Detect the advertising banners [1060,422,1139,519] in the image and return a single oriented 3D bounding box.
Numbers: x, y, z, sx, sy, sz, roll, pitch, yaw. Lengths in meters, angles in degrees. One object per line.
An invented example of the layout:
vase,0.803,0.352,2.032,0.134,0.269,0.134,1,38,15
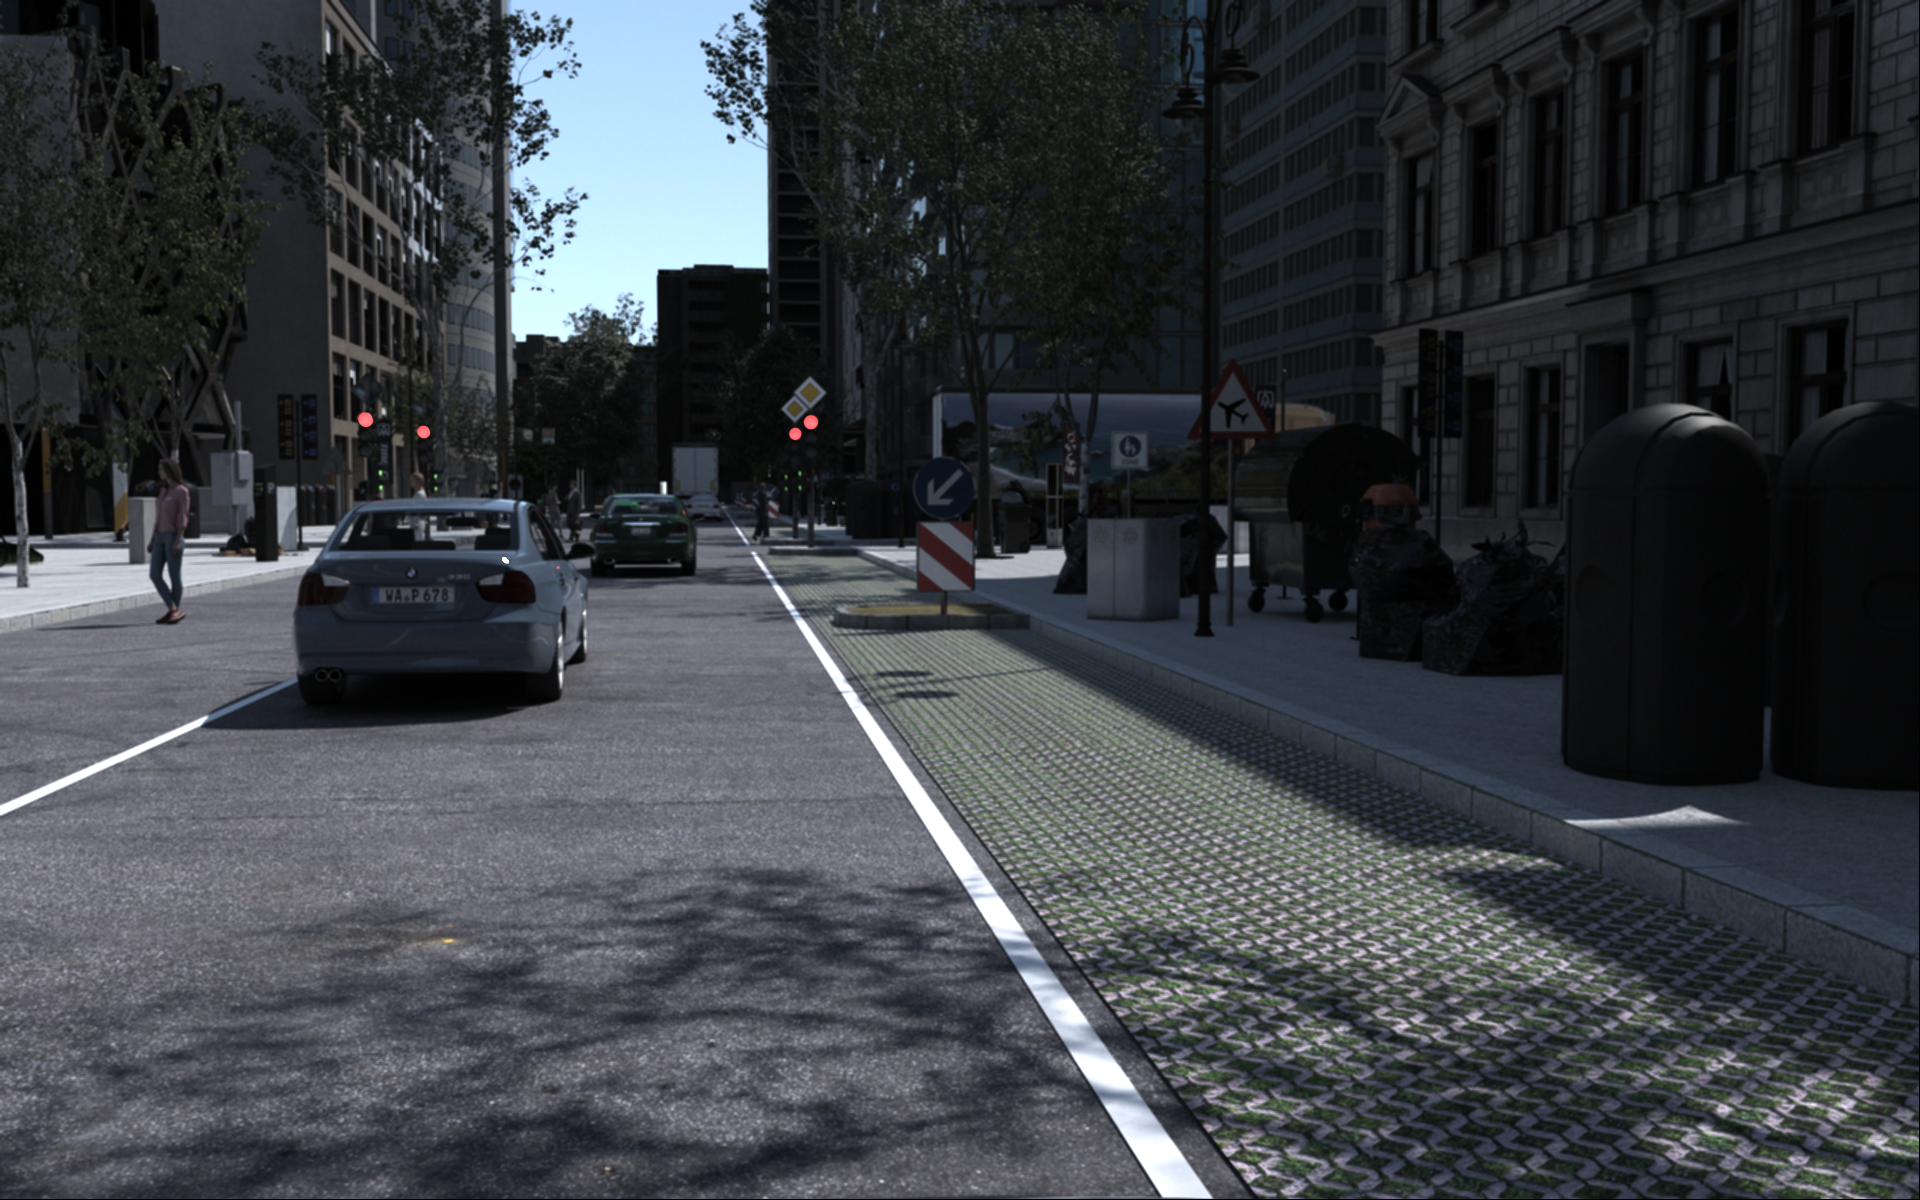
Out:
advertising banners,3.356,-2.800,41.966,2.074,3.025,0.090,2,4,29

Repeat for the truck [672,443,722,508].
truck,-15.325,-6.855,100.987,2.839,4.237,11.283,0,4,-7

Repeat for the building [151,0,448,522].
building,-39.768,-17.560,91.625,19.350,26.468,34.151,0,4,-8

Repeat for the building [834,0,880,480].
building,2.109,-36.151,180.305,28.713,52.752,27.495,0,4,-8

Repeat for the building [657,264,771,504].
building,-31.467,-27.485,221.081,14.107,30.474,14.160,0,4,-8

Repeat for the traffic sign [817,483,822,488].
traffic sign,-8.680,-6.405,105.901,0.795,2.450,0.064,0,4,-4

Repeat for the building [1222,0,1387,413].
building,24.944,-23.180,70.869,23.993,40.220,32.217,0,4,-8

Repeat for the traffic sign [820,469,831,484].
traffic sign,-6.744,-5.328,87.225,0.768,2.556,0.104,0,4,-6

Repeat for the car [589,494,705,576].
car,-5.763,-1.223,31.796,2.131,1.459,4.920,-1,4,-8

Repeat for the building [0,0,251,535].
building,-34.482,-11.825,60.793,16.820,18.784,16.811,0,4,-8

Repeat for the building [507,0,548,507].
building,-57.573,-52.665,173.742,31.000,86.520,22.319,0,4,-8

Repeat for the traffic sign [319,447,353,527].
traffic sign,-17.058,-2.896,47.348,0.884,2.594,0.081,0,4,-7

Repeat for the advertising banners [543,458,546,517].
advertising banners,-19.986,-5.333,83.385,0.090,3.025,2.074,-1,4,-10

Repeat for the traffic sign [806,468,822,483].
traffic sign,-7.215,-5.195,84.945,0.884,2.594,0.081,0,4,-4

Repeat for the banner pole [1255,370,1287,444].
banner pole,6.305,-2.750,34.986,0.863,3.779,0.401,-1,4,-17

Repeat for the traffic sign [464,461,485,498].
traffic sign,-18.532,-4.036,66.103,0.768,2.556,0.104,0,4,-6

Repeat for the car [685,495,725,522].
car,-13.306,-4.759,90.173,2.083,1.381,4.827,0,4,-6

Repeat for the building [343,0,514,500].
building,-46.858,-36.112,132.430,21.231,58.520,28.212,0,4,-8

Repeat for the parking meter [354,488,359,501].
parking meter,-26.268,-4.115,75.685,0.372,1.533,0.369,0,3,0

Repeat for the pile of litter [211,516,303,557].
pile of litter,-14.594,-1.348,36.003,1.719,0.858,1.176,-1,4,-9

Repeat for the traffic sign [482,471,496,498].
traffic sign,-20.509,-4.483,75.427,0.606,2.300,0.079,0,4,-5

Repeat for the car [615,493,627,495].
car,-21.116,-6.129,109.003,1.959,1.807,4.718,-1,4,-10

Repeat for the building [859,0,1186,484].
building,3.679,-32.474,150.552,23.786,49.044,30.456,0,4,-8

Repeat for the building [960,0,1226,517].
building,7.882,-29.944,109.193,23.786,49.044,30.456,0,4,-8

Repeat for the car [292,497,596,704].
car,-3.825,-0.073,13.194,2.014,1.417,4.499,-1,4,-9

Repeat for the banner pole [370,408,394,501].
banner pole,-17.038,-3.719,50.828,0.863,3.779,0.401,-3,4,-38

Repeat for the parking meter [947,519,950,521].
parking meter,-0.526,-3.182,60.433,0.372,1.533,0.369,0,3,0

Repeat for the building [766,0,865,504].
building,-14.492,-48.174,225.895,20.611,71.187,20.563,0,4,-8

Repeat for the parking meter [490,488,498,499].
parking meter,-20.584,-4.160,76.431,0.372,1.533,0.369,0,3,0

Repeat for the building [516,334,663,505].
building,-53.684,-23.231,224.870,28.899,21.520,27.650,0,4,-8

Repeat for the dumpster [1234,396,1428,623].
dumpster,3.822,-0.950,18.028,1.502,2.255,1.985,0,4,-8

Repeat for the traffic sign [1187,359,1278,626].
traffic sign,2.623,-1.025,16.763,0.884,2.594,0.081,0,4,-3

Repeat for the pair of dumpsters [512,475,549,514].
pair of dumpsters,-21.117,-5.039,84.878,1.574,2.255,4.437,0,4,-8

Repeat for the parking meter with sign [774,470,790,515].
parking meter with sign,-10.602,-6.763,106.833,1.738,3.016,0.543,0,4,-3

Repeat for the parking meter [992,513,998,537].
parking meter,0.978,-2.800,51.495,0.399,1.863,0.255,0,4,1

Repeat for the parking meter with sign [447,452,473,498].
parking meter with sign,-20.559,-4.630,71.969,1.738,3.016,0.543,-3,4,-37

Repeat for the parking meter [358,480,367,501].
parking meter,-25.100,-4.111,72.933,0.399,1.863,0.255,0,4,2

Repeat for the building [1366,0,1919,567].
building,14.100,-9.839,25.499,10.561,19.102,19.286,0,4,-8

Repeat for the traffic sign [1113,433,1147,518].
traffic sign,2.780,-1.609,28.430,0.606,2.300,0.079,0,4,-8

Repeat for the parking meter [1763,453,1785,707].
parking meter,5.003,-0.128,10.502,0.372,1.533,0.369,0,3,0

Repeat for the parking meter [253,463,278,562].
parking meter,-13.200,-1.664,32.923,0.255,1.863,0.399,1,4,18

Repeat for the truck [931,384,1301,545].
truck,4.957,-3.498,46.108,11.283,4.237,2.839,0,4,-7

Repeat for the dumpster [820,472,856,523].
dumpster,-5.405,-4.551,76.897,1.502,2.255,1.985,0,4,-8
